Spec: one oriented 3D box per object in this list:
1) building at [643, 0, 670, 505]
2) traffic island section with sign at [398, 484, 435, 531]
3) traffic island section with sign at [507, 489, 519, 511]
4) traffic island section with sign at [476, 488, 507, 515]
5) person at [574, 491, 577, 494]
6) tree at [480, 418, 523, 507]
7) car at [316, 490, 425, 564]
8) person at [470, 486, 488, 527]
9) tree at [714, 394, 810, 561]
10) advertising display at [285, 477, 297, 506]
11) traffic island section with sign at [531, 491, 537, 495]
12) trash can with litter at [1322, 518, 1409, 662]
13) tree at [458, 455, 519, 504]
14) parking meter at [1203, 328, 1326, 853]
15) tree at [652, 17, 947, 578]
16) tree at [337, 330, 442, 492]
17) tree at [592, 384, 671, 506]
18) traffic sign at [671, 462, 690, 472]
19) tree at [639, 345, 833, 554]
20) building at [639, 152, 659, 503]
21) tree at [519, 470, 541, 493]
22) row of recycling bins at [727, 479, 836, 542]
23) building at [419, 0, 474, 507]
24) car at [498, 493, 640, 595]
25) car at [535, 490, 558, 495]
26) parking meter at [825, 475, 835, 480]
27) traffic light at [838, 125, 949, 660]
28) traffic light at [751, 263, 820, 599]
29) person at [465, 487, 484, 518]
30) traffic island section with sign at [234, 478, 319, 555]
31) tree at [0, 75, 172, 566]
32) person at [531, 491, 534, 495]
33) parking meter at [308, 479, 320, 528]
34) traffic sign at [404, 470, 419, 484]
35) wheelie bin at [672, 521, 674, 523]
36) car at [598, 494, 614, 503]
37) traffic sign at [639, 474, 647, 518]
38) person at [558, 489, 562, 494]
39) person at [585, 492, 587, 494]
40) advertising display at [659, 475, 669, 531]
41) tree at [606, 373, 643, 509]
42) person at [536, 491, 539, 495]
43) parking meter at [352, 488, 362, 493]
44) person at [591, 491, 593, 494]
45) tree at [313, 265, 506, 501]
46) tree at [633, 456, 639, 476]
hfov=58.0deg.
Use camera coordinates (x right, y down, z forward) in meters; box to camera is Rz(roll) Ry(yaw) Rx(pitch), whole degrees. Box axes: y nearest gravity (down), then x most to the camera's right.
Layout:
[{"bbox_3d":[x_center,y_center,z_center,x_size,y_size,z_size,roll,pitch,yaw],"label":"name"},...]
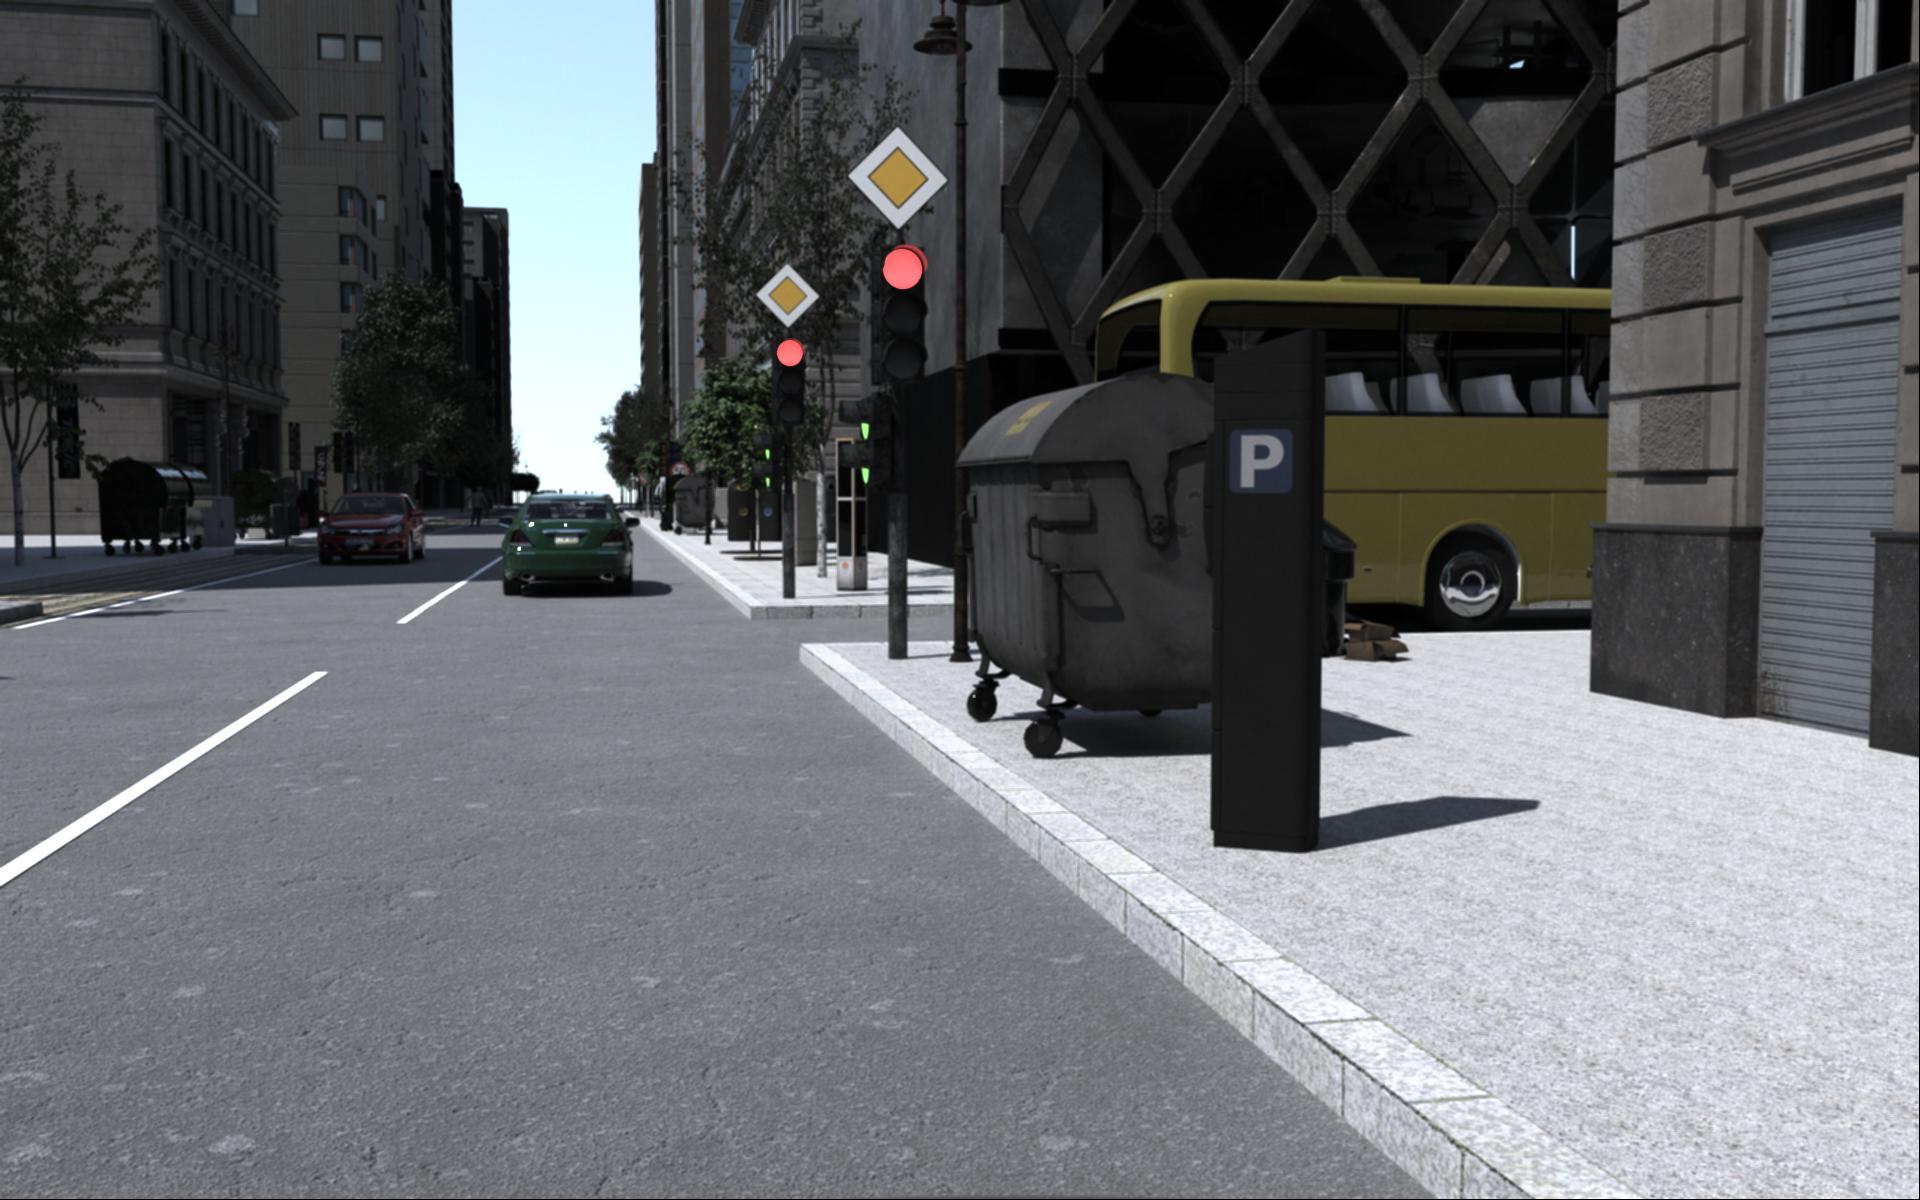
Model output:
[{"bbox_3d":[-30.229,-47.896,221.356,20.563,71.187,20.611,-1,4,-12],"label":"building"},{"bbox_3d":[-21.753,-3.642,68.180,1.989,1.847,2.006,-1,4,-12],"label":"traffic island section with sign"},{"bbox_3d":[-37.371,-8.259,143.669,1.989,1.847,2.006,-1,4,-12],"label":"traffic island section with sign"},{"bbox_3d":[-31.911,-6.645,117.271,1.989,1.847,2.006,-1,4,-12],"label":"traffic island section with sign"},{"bbox_3d":[-43.893,-11.561,197.533,1.348,1.823,0.705,3,5,39],"label":"person"},{"bbox_3d":[-44.789,-13.300,167.819,4.360,8.622,3.978,0,3,0],"label":"tree"},{"bbox_3d":[-12.463,-1.698,36.799,2.155,1.783,4.494,-1,4,-11],"label":"car"},{"bbox_3d":[-20.951,-4.074,75.591,0.782,1.767,0.515,0,4,5],"label":"person"},{"bbox_3d":[-4.035,-2.395,33.757,1.663,3.219,1.824,0,3,0],"label":"tree"},{"bbox_3d":[-25.712,-3.754,66.589,0.123,1.923,0.974,0,4,1],"label":"advertising display"},{"bbox_3d":[-48.576,-11.567,197.741,1.989,1.847,2.006,-1,4,-12],"label":"traffic island section with sign"},{"bbox_3d":[3.037,-0.139,13.652,1.055,1.170,0.624,3,5,45],"label":"trash can with litter"},{"bbox_3d":[-38.280,-9.394,137.312,4.285,4.588,4.351,0,3,0],"label":"tree"},{"bbox_3d":[1.103,-0.036,6.301,0.399,1.863,0.255,1,4,23],"label":"parking meter"},{"bbox_3d":[-2.365,-4.650,26.390,4.360,8.622,3.978,0,3,0],"label":"tree"},{"bbox_3d":[-26.016,-7.838,78.513,4.737,8.622,4.395,0,3,0],"label":"tree"},{"bbox_3d":[-33.564,-16.149,181.042,9.611,12.733,9.660,0,3,0],"label":"tree"},{"bbox_3d":[-10.965,-4.150,67.951,0.768,2.556,0.104,0,4,-2],"label":"traffic sign"},{"bbox_3d":[-4.483,-3.291,37.514,4.285,4.588,4.351,0,3,0],"label":"tree"},{"bbox_3d":[-33.786,-37.867,242.824,21.300,48.544,21.600,-1,4,-12],"label":"building"},{"bbox_3d":[-56.176,-14.382,218.862,4.285,4.588,4.351,0,3,0],"label":"tree"},{"bbox_3d":[-4.681,-2.431,46.853,3.534,1.692,1.069,1,4,20],"label":"row of recycling bins"},{"bbox_3d":[-62.074,-45.557,183.100,20.563,71.187,20.611,-1,4,-12],"label":"building"},{"bbox_3d":[-5.882,-0.874,26.082,2.131,1.459,4.920,-1,4,-12],"label":"car"},{"bbox_3d":[-36.931,-8.970,155.334,2.281,1.827,5.304,-1,4,-13],"label":"car"},{"bbox_3d":[-3.986,-2.853,52.356,0.255,1.863,0.399,2,4,35],"label":"parking meter"},{"bbox_3d":[-0.502,-1.496,13.376,0.839,4.253,0.868,-1,4,-12],"label":"traffic light"},{"bbox_3d":[-2.121,-1.974,21.196,0.839,4.253,0.868,-1,4,-12],"label":"traffic light"},{"bbox_3d":[-28.568,-5.723,102.077,0.705,1.824,1.348,3,4,38],"label":"person"},{"bbox_3d":[-16.282,-2.028,41.784,1.989,1.847,2.006,-1,4,-12],"label":"traffic island section with sign"},{"bbox_3d":[-16.605,-4.912,30.668,4.737,8.622,4.395,0,3,0],"label":"tree"},{"bbox_3d":[-46.022,-10.859,186.732,0.721,1.739,1.217,3,5,44],"label":"person"},{"bbox_3d":[-24.585,-3.681,65.901,0.255,1.863,0.399,1,4,11],"label":"parking meter"},{"bbox_3d":[-29.341,-5.663,92.688,0.768,2.556,0.104,0,4,-3],"label":"traffic sign"},{"bbox_3d":[-12.734,-4.273,77.764,0.693,1.594,0.980,1,4,21],"label":"wheelie bin"},{"bbox_3d":[-32.296,-8.985,156.694,2.009,1.686,4.222,-1,4,-14],"label":"car"},{"bbox_3d":[-16.886,-5.693,93.185,0.768,2.556,0.104,0,4,-7],"label":"traffic sign"},{"bbox_3d":[-27.848,-6.875,120.922,1.348,1.822,0.705,0,4,-1],"label":"person"},{"bbox_3d":[-43.023,-11.647,199.723,1.217,1.735,0.721,3,5,43],"label":"person"},{"bbox_3d":[-10.234,-3.347,59.945,0.123,1.923,0.974,-1,4,-22],"label":"advertising display"},{"bbox_3d":[-18.386,-9.286,102.187,4.360,8.622,3.978,0,3,0],"label":"tree"},{"bbox_3d":[-29.750,-6.863,122.185,0.415,1.643,0.593,0,4,-3],"label":"person"},{"bbox_3d":[-25.090,-3.894,72.075,0.372,1.533,0.369,0,3,0],"label":"parking meter"},{"bbox_3d":[-50.766,-14.088,238.937,0.705,1.812,1.348,-1,4,-11],"label":"person"},{"bbox_3d":[-27.700,-10.401,87.064,9.611,12.733,9.660,0,3,0],"label":"tree"},{"bbox_3d":[-15.236,-6.502,90.027,4.285,4.588,4.351,0,3,0],"label":"tree"}]
